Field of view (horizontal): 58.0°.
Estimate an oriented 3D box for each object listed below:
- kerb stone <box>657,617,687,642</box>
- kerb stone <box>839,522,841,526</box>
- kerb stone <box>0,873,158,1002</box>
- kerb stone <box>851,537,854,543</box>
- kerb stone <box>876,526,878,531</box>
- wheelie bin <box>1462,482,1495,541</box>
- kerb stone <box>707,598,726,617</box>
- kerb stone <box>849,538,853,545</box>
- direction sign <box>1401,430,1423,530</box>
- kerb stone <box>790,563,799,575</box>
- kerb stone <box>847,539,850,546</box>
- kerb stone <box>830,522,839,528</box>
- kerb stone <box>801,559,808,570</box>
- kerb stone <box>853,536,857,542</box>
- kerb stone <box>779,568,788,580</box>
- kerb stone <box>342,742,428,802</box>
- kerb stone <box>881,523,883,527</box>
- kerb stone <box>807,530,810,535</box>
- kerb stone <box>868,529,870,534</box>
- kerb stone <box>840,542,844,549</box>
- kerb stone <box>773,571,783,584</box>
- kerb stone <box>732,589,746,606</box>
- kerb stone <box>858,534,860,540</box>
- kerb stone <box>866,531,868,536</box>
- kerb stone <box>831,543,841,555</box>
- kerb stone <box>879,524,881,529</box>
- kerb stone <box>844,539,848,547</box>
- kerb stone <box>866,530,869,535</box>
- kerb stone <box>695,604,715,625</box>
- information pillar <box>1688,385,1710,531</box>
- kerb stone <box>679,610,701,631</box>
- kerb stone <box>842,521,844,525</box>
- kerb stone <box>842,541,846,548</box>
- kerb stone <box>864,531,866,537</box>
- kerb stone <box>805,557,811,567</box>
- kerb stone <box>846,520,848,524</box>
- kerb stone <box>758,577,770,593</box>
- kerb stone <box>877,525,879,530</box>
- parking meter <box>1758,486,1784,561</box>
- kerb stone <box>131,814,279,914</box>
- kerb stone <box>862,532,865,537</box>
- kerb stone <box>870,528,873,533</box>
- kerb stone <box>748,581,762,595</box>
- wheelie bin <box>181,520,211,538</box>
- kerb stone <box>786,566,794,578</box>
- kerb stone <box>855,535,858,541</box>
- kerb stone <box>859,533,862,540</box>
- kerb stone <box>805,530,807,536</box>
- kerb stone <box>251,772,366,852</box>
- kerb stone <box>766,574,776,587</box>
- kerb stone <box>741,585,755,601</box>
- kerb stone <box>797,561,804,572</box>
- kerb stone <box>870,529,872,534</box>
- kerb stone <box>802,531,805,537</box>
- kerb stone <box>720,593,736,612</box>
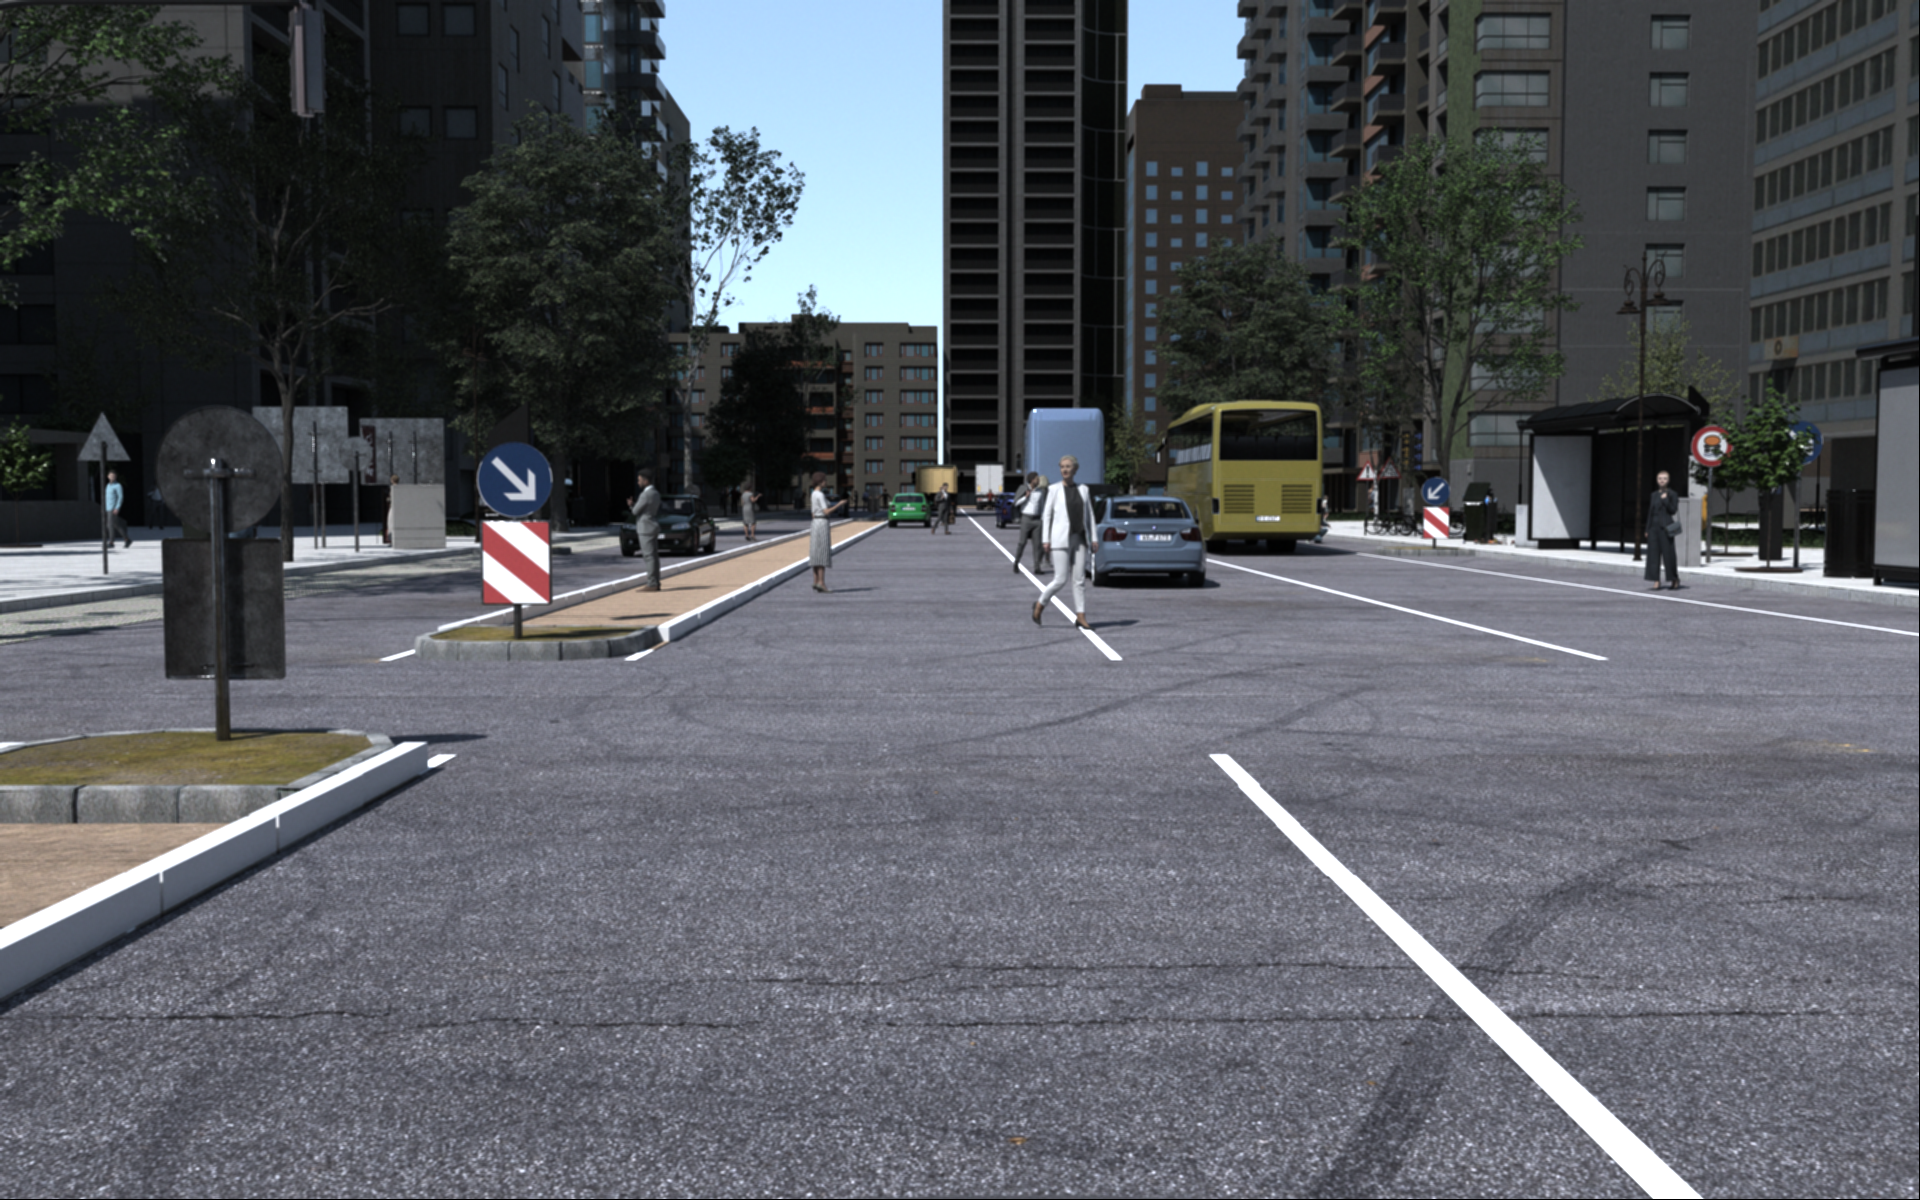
[{"bbox_3d":[-2.873,0.305,17.216,0.120,0.150,1.000,0,4,0],"label":"kerb stone"},{"bbox_3d":[-5.484,-3.333,76.684,0.120,0.150,1.000,0,4,0],"label":"kerb stone"},{"bbox_3d":[-2.768,1.029,5.374,0.120,0.150,1.000,0,4,0],"label":"kerb stone"},{"bbox_3d":[-3.148,-1.641,49.025,0.120,0.150,1.000,0,4,0],"label":"kerb stone"},{"bbox_3d":[-3.290,-2.640,65.444,0.120,0.150,1.000,0,4,0],"label":"kerb stone"},{"bbox_3d":[14.115,-2.400,47.154,0.693,1.594,0.980,-3,5,-42],"label":"wheelie bin"},{"bbox_3d":[-2.902,0.116,20.306,0.120,0.150,1.000,0,4,0],"label":"kerb stone"},{"bbox_3d":[-3.133,-1.578,48.003,0.120,0.150,1.000,0,4,0],"label":"kerb stone"},{"bbox_3d":[16.147,-4.279,61.962,0.379,3.537,0.876,-3,5,-39],"label":"direction sign"},{"bbox_3d":[-2.987,-0.511,30.558,0.120,0.150,1.000,0,4,0],"label":"kerb stone"},{"bbox_3d":[-3.127,-1.515,46.975,0.120,0.150,1.000,0,4,0],"label":"kerb stone"},{"bbox_3d":[-5.470,-3.270,75.662,0.120,0.150,1.000,0,4,0],"label":"kerb stone"},{"bbox_3d":[-3.005,-0.637,32.608,0.120,0.150,1.000,0,4,0],"label":"kerb stone"},{"bbox_3d":[-3.150,-1.703,50.056,0.120,0.150,1.000,0,4,0],"label":"kerb stone"},{"bbox_3d":[-2.974,-0.386,28.512,0.120,0.150,1.000,0,4,0],"label":"kerb stone"},{"bbox_3d":[-2.807,0.840,8.458,0.120,0.150,1.000,0,4,0],"label":"kerb stone"},{"bbox_3d":[-3.321,-2.958,70.573,0.120,0.150,1.000,0,4,0],"label":"kerb stone"},{"bbox_3d":[-5.334,-2.266,59.257,0.120,0.150,1.000,0,4,0],"label":"kerb stone"},{"bbox_3d":[-3.235,-2.263,59.290,0.120,0.150,1.000,0,4,0],"label":"kerb stone"},{"bbox_3d":[-3.104,-1.327,43.891,0.120,0.150,1.000,0,4,0],"label":"kerb stone"},{"bbox_3d":[-2.962,-0.322,27.490,0.120,0.150,1.000,0,4,0],"label":"kerb stone"},{"bbox_3d":[-2.914,-0.010,22.358,0.120,0.150,1.000,0,4,0],"label":"kerb stone"},{"bbox_3d":[-3.172,-1.827,52.106,0.120,0.150,1.000,0,4,0],"label":"kerb stone"},{"bbox_3d":[-3.218,-2.143,57.241,0.120,0.150,1.000,0,4,0],"label":"kerb stone"},{"bbox_3d":[-3.092,-1.264,42.865,0.120,0.150,1.000,0,4,0],"label":"kerb stone"},{"bbox_3d":[-3.312,-2.833,68.520,0.120,0.150,1.000,0,4,0],"label":"kerb stone"},{"bbox_3d":[-3.117,-1.453,45.952,0.120,0.150,1.000,0,4,0],"label":"kerb stone"},{"bbox_3d":[-3.226,-2.205,58.263,0.120,0.150,1.000,0,4,0],"label":"kerb stone"},{"bbox_3d":[-2.886,0.178,19.279,0.120,0.150,1.000,0,4,0],"label":"kerb stone"},{"bbox_3d":[15.856,-2.809,37.280,0.504,3.616,0.183,-1,4,-13],"label":"information pillar"},{"bbox_3d":[-2.885,0.242,18.238,0.120,0.150,1.000,0,4,0],"label":"kerb stone"},{"bbox_3d":[-5.498,-3.458,78.738,0.120,0.150,1.000,0,4,0],"label":"kerb stone"},{"bbox_3d":[-3.107,-1.387,44.922,0.120,0.150,1.000,0,4,0],"label":"kerb stone"},{"bbox_3d":[-3.217,-2.080,56.209,0.120,0.150,1.000,0,4,0],"label":"kerb stone"},{"bbox_3d":[-3.020,-0.692,33.630,0.120,0.150,1.000,0,4,0],"label":"kerb stone"},{"bbox_3d":[-5.518,-3.640,81.809,0.120,0.150,1.000,0,4,0],"label":"kerb stone"},{"bbox_3d":[-2.935,-0.195,25.430,0.120,0.150,1.000,0,4,0],"label":"kerb stone"},{"bbox_3d":[-3.293,-2.704,66.471,0.120,0.150,1.000,0,4,0],"label":"kerb stone"},{"bbox_3d":[15.618,-1.691,33.365,0.399,1.863,0.255,0,4,1],"label":"parking meter"},{"bbox_3d":[-2.779,0.968,6.400,0.120,0.150,1.000,0,4,0],"label":"kerb stone"},{"bbox_3d":[-3.194,-2.016,55.178,0.120,0.150,1.000,0,4,0],"label":"kerb stone"},{"bbox_3d":[-3.256,-2.392,61.339,0.120,0.150,1.000,0,4,0],"label":"kerb stone"},{"bbox_3d":[-2.940,-0.135,24.403,0.120,0.150,1.000,0,4,0],"label":"kerb stone"},{"bbox_3d":[-15.442,-1.670,35.210,0.980,1.594,0.693,0,4,-1],"label":"wheelie bin"},{"bbox_3d":[-2.977,-0.449,29.534,0.120,0.150,1.000,0,4,0],"label":"kerb stone"},{"bbox_3d":[-3.168,-1.767,51.084,0.120,0.150,1.000,0,4,0],"label":"kerb stone"},{"bbox_3d":[-3.179,-1.892,53.133,0.120,0.150,1.000,0,4,0],"label":"kerb stone"},{"bbox_3d":[-5.327,-2.199,58.232,0.120,0.150,1.000,0,4,0],"label":"kerb stone"},{"bbox_3d":[-2.789,0.903,7.432,0.120,0.150,1.000,0,4,0],"label":"kerb stone"},{"bbox_3d":[-2.962,-0.261,26.459,0.120,0.150,1.000,0,4,0],"label":"kerb stone"},{"bbox_3d":[-2.924,-0.068,23.381,0.120,0.150,1.000,0,4,0],"label":"kerb stone"},{"bbox_3d":[-2.997,-0.574,31.586,0.120,0.150,1.000,0,4,0],"label":"kerb stone"},{"bbox_3d":[-3.237,-2.330,60.312,0.120,0.150,1.000,0,4,0],"label":"kerb stone"},{"bbox_3d":[-5.321,-2.139,57.209,0.120,0.150,1.000,0,4,0],"label":"kerb stone"},{"bbox_3d":[-2.910,0.053,21.329,0.120,0.150,1.000,0,4,0],"label":"kerb stone"}]
